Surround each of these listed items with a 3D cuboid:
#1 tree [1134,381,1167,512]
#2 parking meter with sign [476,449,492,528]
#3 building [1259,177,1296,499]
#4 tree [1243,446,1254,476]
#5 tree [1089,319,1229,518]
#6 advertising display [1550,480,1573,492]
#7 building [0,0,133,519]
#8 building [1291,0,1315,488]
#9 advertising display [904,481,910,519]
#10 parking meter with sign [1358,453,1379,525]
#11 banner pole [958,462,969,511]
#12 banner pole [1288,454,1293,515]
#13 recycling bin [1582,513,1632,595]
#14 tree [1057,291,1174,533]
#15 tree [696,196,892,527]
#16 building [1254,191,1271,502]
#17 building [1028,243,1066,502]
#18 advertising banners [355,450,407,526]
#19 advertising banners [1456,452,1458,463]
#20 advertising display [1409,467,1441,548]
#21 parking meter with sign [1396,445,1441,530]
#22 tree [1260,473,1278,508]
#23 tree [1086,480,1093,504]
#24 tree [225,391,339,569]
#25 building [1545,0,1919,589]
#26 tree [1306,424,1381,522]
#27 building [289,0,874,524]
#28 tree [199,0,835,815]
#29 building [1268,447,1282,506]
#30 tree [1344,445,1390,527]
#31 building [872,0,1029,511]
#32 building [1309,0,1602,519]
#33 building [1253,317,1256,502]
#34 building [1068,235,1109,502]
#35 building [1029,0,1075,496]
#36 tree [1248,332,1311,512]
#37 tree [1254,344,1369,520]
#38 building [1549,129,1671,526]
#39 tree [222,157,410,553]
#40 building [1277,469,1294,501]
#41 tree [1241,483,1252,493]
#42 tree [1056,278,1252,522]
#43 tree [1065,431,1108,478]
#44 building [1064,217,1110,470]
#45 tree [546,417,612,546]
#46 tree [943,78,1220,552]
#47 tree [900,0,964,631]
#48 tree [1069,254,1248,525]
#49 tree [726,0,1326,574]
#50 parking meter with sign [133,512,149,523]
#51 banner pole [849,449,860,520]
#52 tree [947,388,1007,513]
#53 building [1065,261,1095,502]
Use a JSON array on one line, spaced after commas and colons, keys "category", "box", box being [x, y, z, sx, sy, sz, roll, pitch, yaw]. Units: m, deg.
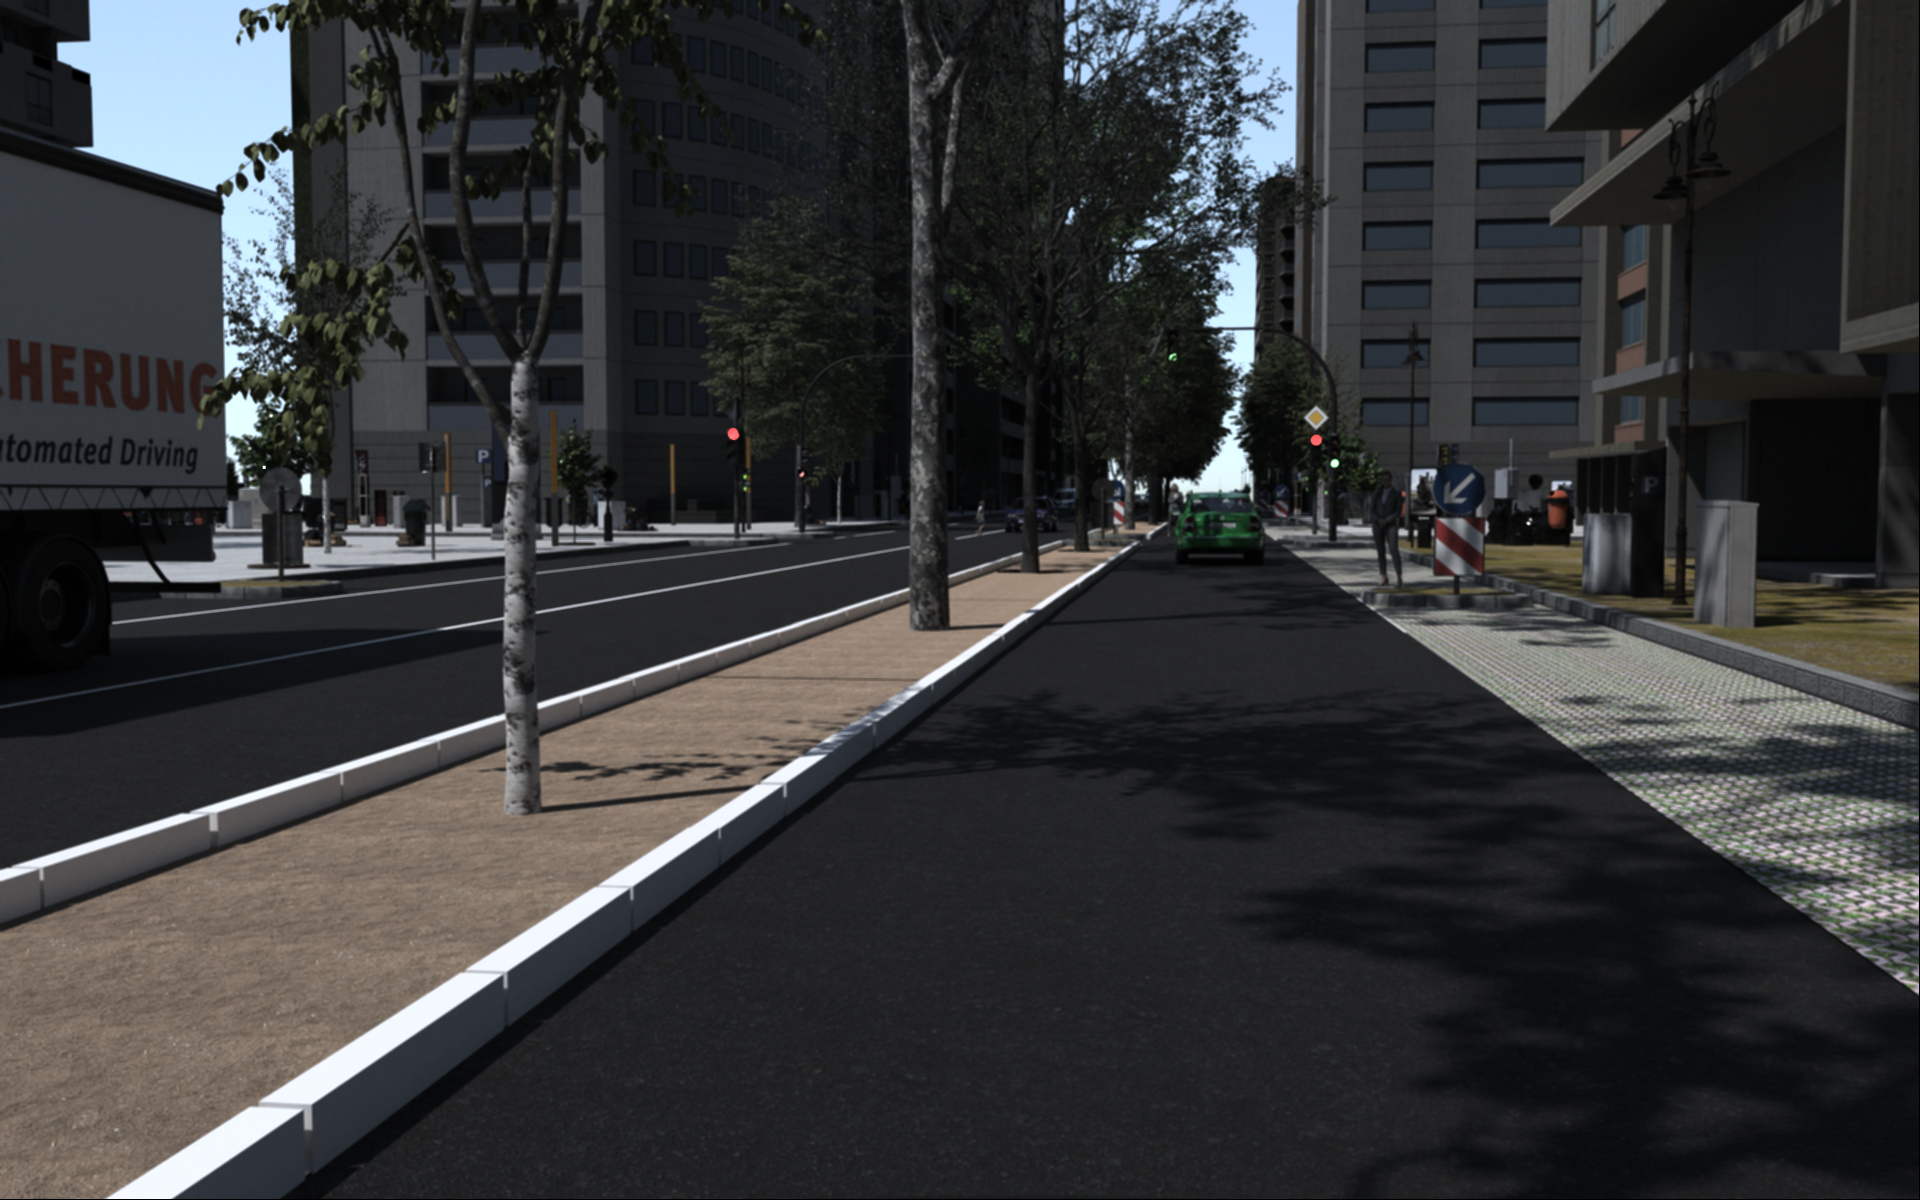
[{"category": "tree", "box": [10.853, -8.752, 95.906, 4.737, 8.622, 4.395, 0, 3, 0]}, {"category": "parking meter with sign", "box": [-18.228, -4.305, 66.652, 0.543, 3.016, 1.738, -1, 4, -22]}, {"category": "building", "box": [51.869, -35.414, 233.639, 22.147, 44.769, 28.867, 1, 4, 8]}, {"category": "tree", "box": [37.339, -16.280, 216.545, 4.737, 8.622, 4.395, 0, 3, 0]}, {"category": "tree", "box": [13.096, -12.465, 112.921, 9.857, 13.997, 8.962, 0, 3, 0]}, {"category": "advertising display", "box": [27.148, -4.461, 78.157, 0.974, 1.923, 0.123, 2, 4, 33]}, {"category": "building", "box": [-57.521, -29.882, 77.806, 27.495, 52.752, 28.713, 1, 4, 8]}, {"category": "building", "box": [34.993, -30.145, 142.975, 14.600, 45.320, 14.200, 1, 4, 8]}, {"category": "advertising display", "box": [-2.581, -5.070, 88.112, 0.123, 1.923, 0.974, 2, 4, 24]}, {"category": "parking meter with sign", "box": [17.452, -4.719, 73.412, 0.543, 3.016, 1.738, 3, 4, 37]}, {"category": "banner pole", "box": [0.247, -8.700, 132.268, 0.863, 3.779, 0.401, 1, 4, 17]}, {"category": "banner pole", "box": [20.676, -7.257, 108.672, 0.401, 3.779, 0.863, 0, 4, -4]}, {"category": "recycling bin", "box": [8.459, -0.595, 22.285, 0.722, 1.027, 0.722, 0, 4, 8]}, {"category": "tree", "box": [5.396, -6.534, 59.655, 4.360, 8.622, 3.978, 0, 3, 0]}, {"category": "tree", "box": [-6.644, -9.099, 66.888, 7.486, 12.596, 7.792, 0, 3, 0]}, {"category": "building", "box": [55.261, -38.868, 259.190, 21.300, 48.544, 21.600, 1, 4, 8]}, {"category": "building", "box": [4.503, -26.007, 196.916, 14.160, 30.474, 14.107, 1, 4, 8]}, {"category": "advertising banners", "box": [-23.091, -4.458, 69.072, 2.074, 3.025, 0.090, -3, 5, -41]}, {"category": "advertising banners", "box": [20.628, -4.651, 72.229, 0.090, 3.025, 2.074, 1, 4, 11]}, {"category": "advertising display", "box": [10.998, -2.187, 40.968, 0.123, 1.923, 0.974, -2, 4, -27]}, {"category": "parking meter with sign", "box": [16.197, -4.002, 61.689, 1.738, 3.016, 0.543, 1, 4, 12]}, {"category": "tree", "box": [28.747, -10.140, 160.385, 1.663, 3.219, 1.824, 0, 3, 0]}, {"category": "tree", "box": [17.843, -14.601, 233.321, 1.663, 3.219, 1.824, 0, 3, 0]}, {"category": "tree", "box": [-11.982, -2.171, 30.101, 1.663, 3.219, 1.824, 0, 3, 0]}, {"category": "building", "box": [23.331, -26.315, 19.491, 28.713, 52.752, 27.495, 1, 4, 8]}, {"category": "tree", "box": [18.044, -5.974, 81.388, 4.285, 4.588, 4.351, 0, 3, 0]}, {"category": "building", "box": [-17.370, -33.277, 86.082, 21.231, 58.520, 28.212, 1, 4, 8]}, {"category": "tree", "box": [-1.961, -3.358, 7.730, 4.737, 8.622, 4.395, 0, 3, 0]}, {"category": "building", "box": [45.077, -53.317, 184.408, 22.319, 86.520, 31.000, 1, 4, 8]}, {"category": "tree", "box": [15.876, -4.477, 67.797, 1.663, 3.219, 1.824, 0, 3, 0]}, {"category": "building", "box": [-6.003, -31.808, 143.770, 21.300, 48.544, 21.600, 1, 4, 8]}, {"category": "building", "box": [31.334, -34.169, 100.659, 21.231, 58.520, 28.212, 1, 4, 8]}, {"category": "building", "box": [54.274, -30.996, 278.477, 14.160, 30.474, 14.107, 1, 4, 8]}, {"category": "building", "box": [15.572, -35.716, 267.558, 14.154, 41.232, 14.086, 1, 4, 8]}, {"category": "building", "box": [5.197, -48.187, 226.104, 20.563, 71.187, 20.611, 1, 4, 8]}, {"category": "tree", "box": [22.661, -12.472, 122.039, 7.486, 12.596, 7.792, 0, 3, 0]}, {"category": "tree", "box": [18.034, -8.312, 86.264, 4.737, 8.622, 4.395, 0, 3, 0]}, {"category": "building", "box": [37.680, -25.006, 63.479, 28.867, 44.769, 22.147, 1, 4, 8]}, {"category": "tree", "box": [-13.901, -5.306, 37.108, 4.360, 8.622, 3.978, 0, 3, 0]}, {"category": "building", "box": [40.300, -44.095, 159.197, 20.563, 71.187, 20.611, 1, 4, 8]}, {"category": "tree", "box": [44.185, -16.683, 267.369, 1.663, 3.219, 1.824, 0, 3, 0]}, {"category": "tree", "box": [9.805, -10.261, 87.238, 9.611, 12.733, 9.660, 0, 3, 0]}, {"category": "tree", "box": [14.364, -16.713, 207.676, 8.767, 10.594, 7.601, 0, 4, 6]}, {"category": "building", "box": [16.906, -38.617, 281.504, 14.600, 45.320, 14.200, 1, 4, 8]}, {"category": "tree", "box": [-9.597, -3.000, 43.645, 1.663, 3.219, 1.824, 0, 3, 0]}, {"category": "tree", "box": [2.910, -6.995, 42.589, 9.928, 11.665, 9.643, 0, 3, 0]}, {"category": "tree", "box": [0.761, -9.677, 16.566, 12.611, 20.169, 13.585, 0, 3, 0]}, {"category": "tree", "box": [8.882, -9.668, 78.653, 7.486, 12.596, 7.792, 0, 3, 0]}, {"category": "tree", "box": [1.258, -7.234, 31.099, 12.009, 13.543, 11.850, 0, 3, 0]}, {"category": "parking meter with sign", "box": [-35.968, -4.929, 76.845, 0.543, 3.016, 1.738, 1, 4, 16]}, {"category": "banner pole", "box": [-5.086, -5.769, 84.348, 0.863, 3.779, 0.401, -3, 5, -40]}, {"category": "tree", "box": [1.463, -10.363, 119.803, 4.360, 8.622, 3.978, 0, 3, 0]}, {"category": "building", "box": [2.922, -34.127, 249.865, 32.217, 40.220, 23.993, 1, 4, 8]}]
